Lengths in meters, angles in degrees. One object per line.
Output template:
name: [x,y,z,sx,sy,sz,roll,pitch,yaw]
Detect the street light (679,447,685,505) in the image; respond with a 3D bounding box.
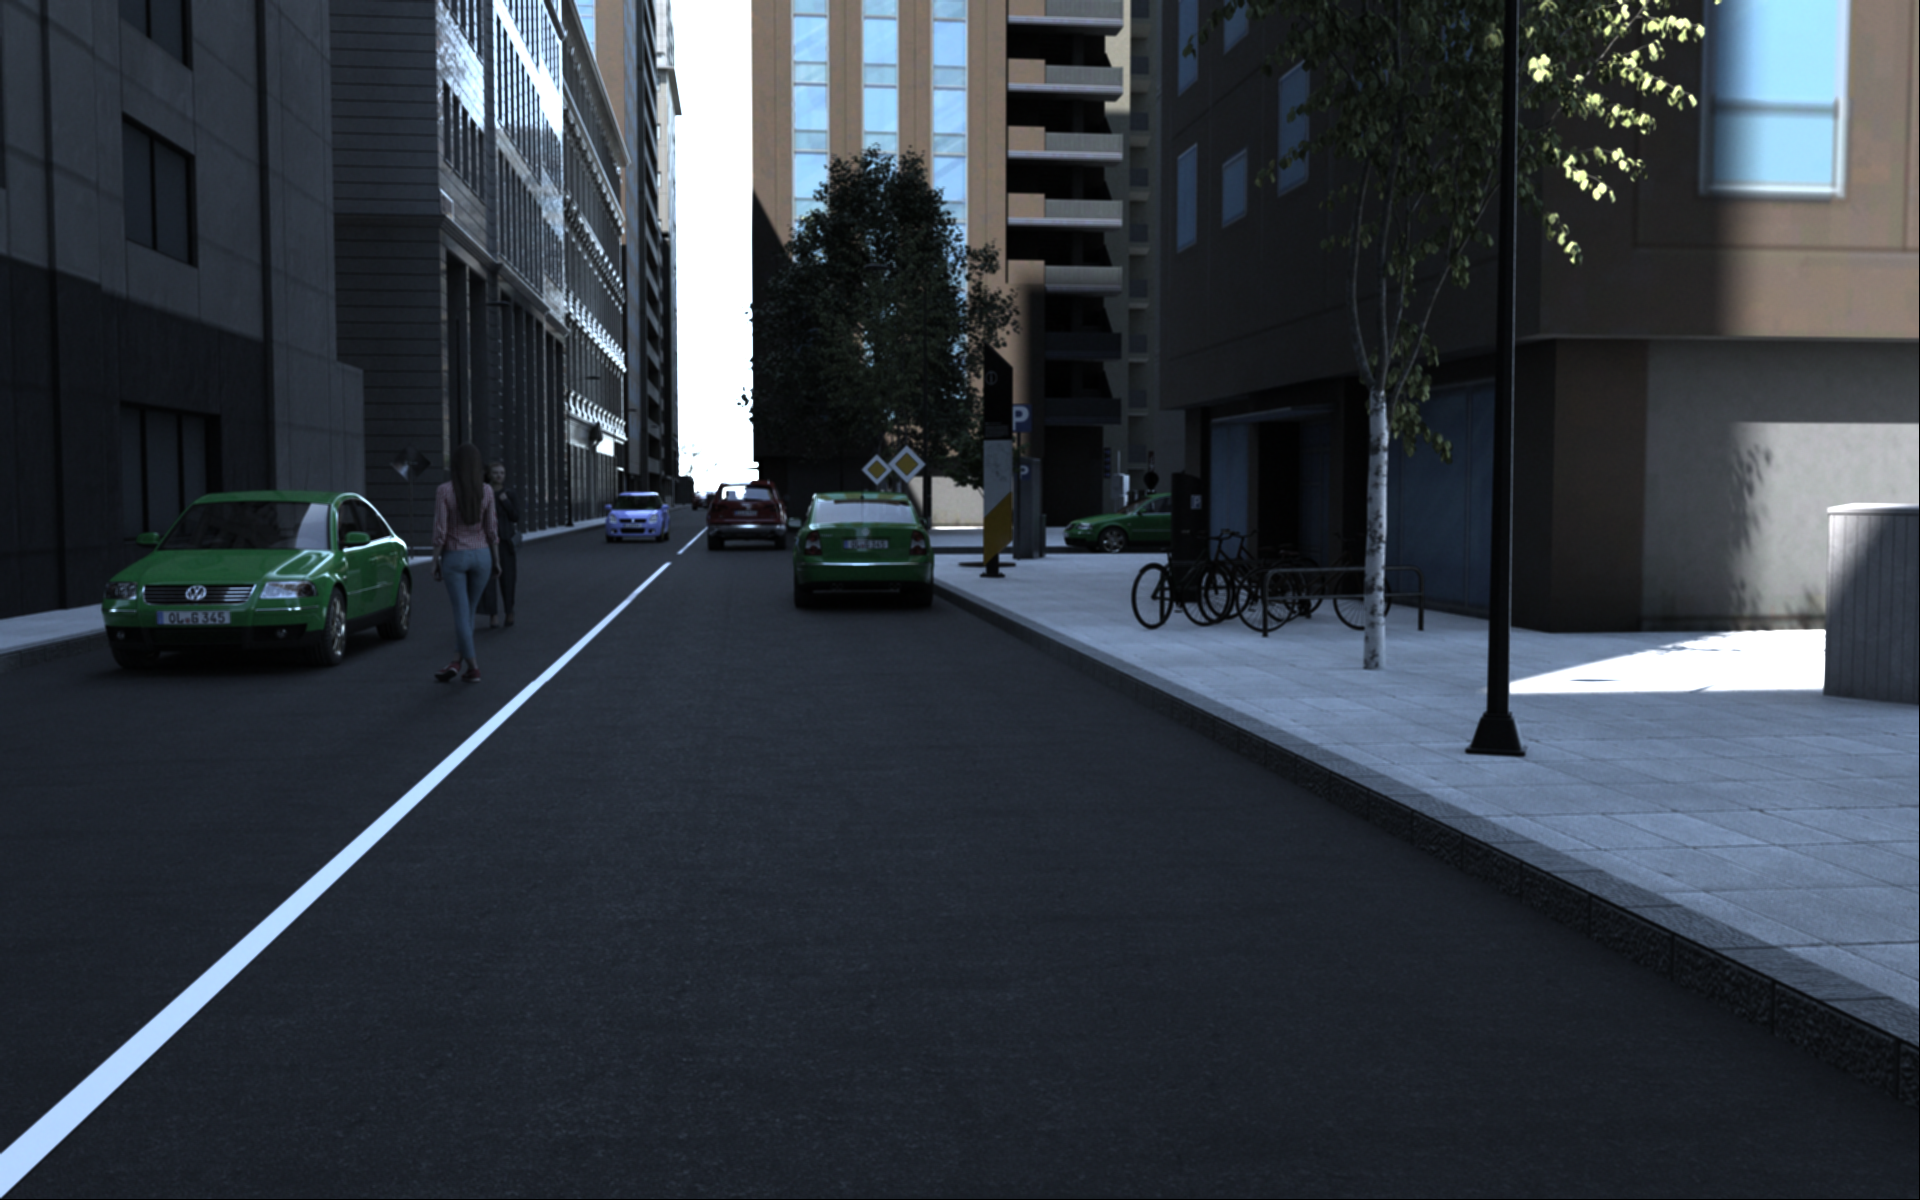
street light: [-27.747,-12.104,170.440,1.470,5.913,1.316,0,4,-7]

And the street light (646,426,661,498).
street light: [-21.190,-8.885,117.812,1.470,5.913,1.316,0,4,-7]

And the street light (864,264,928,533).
street light: [-1.245,-3.833,35.210,1.470,5.913,1.316,0,4,-7]

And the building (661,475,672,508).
building: [-43.653,-28.749,161.931,32.217,40.220,23.993,0,4,-7]

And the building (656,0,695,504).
building: [-49.884,-49.963,255.152,20.563,71.187,20.611,0,4,-7]

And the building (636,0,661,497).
building: [-35.565,-31.535,139.298,21.300,48.544,21.600,0,4,-7]

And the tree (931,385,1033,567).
tree: [0.474,-2.223,30.949,1.663,3.219,1.824,0,3,0]

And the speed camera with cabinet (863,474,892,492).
speed camera with cabinet: [-3.047,-4.279,64.299,0.660,3.252,2.038,1,4,13]

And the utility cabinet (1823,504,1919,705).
utility cabinet: [5.879,0.031,10.654,0.306,1.237,1.020,-2,4,-32]

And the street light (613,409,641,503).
street light: [-18.324,-7.467,94.631,1.470,5.913,1.316,0,4,-7]

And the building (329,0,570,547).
building: [-19.600,-16.965,54.878,11.434,29.767,29.804,0,4,-7]

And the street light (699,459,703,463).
street light: [-34.795,-15.554,226.852,1.470,5.913,1.316,0,4,-7]

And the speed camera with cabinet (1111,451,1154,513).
speed camera with cabinet: [7.938,-5.204,79.426,2.038,3.252,0.660,3,4,36]

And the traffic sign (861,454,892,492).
traffic sign: [-2.073,-2.420,43.203,0.795,2.450,0.064,0,4,-7]

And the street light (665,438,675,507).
street light: [-24.415,-10.494,144.119,1.470,5.913,1.316,0,4,-7]

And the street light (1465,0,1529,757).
street light: [2.140,-2.193,8.392,1.470,5.913,1.316,0,4,-7]

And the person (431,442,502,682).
person: [-3.761,-0.289,13.237,0.388,1.821,0.555,3,5,45]

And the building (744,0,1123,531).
building: [-1.724,-25.772,71.478,14.600,45.320,14.200,0,4,-7]

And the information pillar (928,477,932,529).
information pillar: [-1.177,-3.565,62.783,0.304,2.012,0.304,0,4,3]

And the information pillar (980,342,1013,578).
information pillar: [0.571,-2.155,26.585,0.504,3.616,0.183,2,4,32]

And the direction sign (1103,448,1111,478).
direction sign: [6.937,-5.679,84.847,0.876,3.537,0.379,0,4,2]

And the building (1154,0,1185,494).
building: [17.755,-26.464,56.391,21.600,48.544,21.300,0,4,-7]

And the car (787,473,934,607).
car: [-1.367,-0.898,23.477,1.959,1.807,4.718,0,4,-5]

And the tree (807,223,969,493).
tree: [-1.883,-5.868,46.312,4.737,8.622,4.395,0,3,0]

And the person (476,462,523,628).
person: [-5.017,-0.598,18.692,0.576,1.772,0.534,-1,4,-21]

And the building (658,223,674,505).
building: [-37.605,-25.103,182.142,14.160,30.474,14.107,0,4,-7]

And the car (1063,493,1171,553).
car: [4.825,-2.000,41.498,4.718,1.807,1.959,-1,4,-8]

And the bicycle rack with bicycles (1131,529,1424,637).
bicycle rack with bicycles: [2.967,-0.206,16.747,2.925,0.926,2.852,-2,4,-24]

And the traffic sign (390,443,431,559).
traffic sign: [-10.806,-1.862,34.090,0.795,2.450,0.064,0,4,-7]

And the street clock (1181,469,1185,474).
street clock: [6.523,-2.749,49.512,0.471,2.002,0.358,-1,4,-13]

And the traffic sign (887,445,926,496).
traffic sign: [-1.084,-1.935,35.279,0.795,2.450,0.064,0,4,-7]

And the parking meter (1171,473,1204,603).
parking meter: [2.697,-0.746,20.610,0.372,1.533,0.369,0,3,0]

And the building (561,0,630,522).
building: [-27.172,-19.248,91.116,17.030,29.872,44.131,0,4,-7]

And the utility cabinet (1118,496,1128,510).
utility cabinet: [7.135,-3.886,74.694,0.306,1.237,1.020,2,4,27]

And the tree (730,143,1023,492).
tree: [-2.778,-8.543,56.685,9.611,12.733,9.660,0,3,0]

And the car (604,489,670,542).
car: [-9.780,-2.633,52.638,1.945,1.707,3.694,0,4,-5]

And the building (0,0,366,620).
building: [-20.693,-35.624,20.698,20.611,71.187,20.563,0,4,-7]

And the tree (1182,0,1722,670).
tree: [3.280,-3.797,12.441,4.737,8.622,4.395,0,3,0]

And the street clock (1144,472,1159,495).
street clock: [6.203,-3.160,56.232,0.471,2.002,0.358,1,4,12]

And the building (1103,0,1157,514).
building: [0.484,-27.494,104.157,22.147,44.769,28.867,0,4,-7]

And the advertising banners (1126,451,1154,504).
advertising banners: [7.449,-4.587,71.192,0.090,3.025,2.074,-2,4,-28]

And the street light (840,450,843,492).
street light: [-4.986,-5.652,64.956,1.470,5.913,1.316,0,4,-7]

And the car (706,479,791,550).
car: [-5.644,-2.296,46.210,2.281,1.827,5.304,0,4,-5]

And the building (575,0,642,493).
building: [-30.091,-28.862,121.997,14.600,45.320,14.200,0,4,-7]

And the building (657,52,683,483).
building: [-48.366,-37.990,210.373,28.713,52.752,27.495,0,4,-7]

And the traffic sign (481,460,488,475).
traffic sign: [-11.795,-2.347,42.014,0.795,2.450,0.064,0,4,-7]

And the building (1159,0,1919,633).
building: [11.110,-22.747,22.024,14.600,45.320,14.200,0,4,-7]

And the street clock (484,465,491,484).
street clock: [-11.830,-2.358,43.123,0.358,2.002,0.471,0,4,-3]

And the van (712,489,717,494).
van: [-24.809,-10.193,173.672,2.013,2.044,4.112,0,4,-6]

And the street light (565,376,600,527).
street light: [-14.891,-5.860,68.350,1.470,5.913,1.316,0,4,-7]

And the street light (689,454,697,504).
street light: [-31.465,-13.946,200.558,1.470,5.913,1.316,0,4,-7]

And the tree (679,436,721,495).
tree: [-41.735,-20.684,272.598,8.767,10.594,7.601,0,4,-6]

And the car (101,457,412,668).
car: [-6.220,-0.423,15.718,1.959,1.807,4.718,0,4,-7]

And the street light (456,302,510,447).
street light: [-11.544,-4.240,41.863,1.470,5.913,1.316,0,4,-7]

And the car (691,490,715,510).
car: [-23.119,-9.047,156.592,2.281,1.827,5.304,0,4,-6]

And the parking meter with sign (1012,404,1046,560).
parking meter with sign: [1.345,-2.335,34.436,0.543,3.016,1.738,1,4,14]
